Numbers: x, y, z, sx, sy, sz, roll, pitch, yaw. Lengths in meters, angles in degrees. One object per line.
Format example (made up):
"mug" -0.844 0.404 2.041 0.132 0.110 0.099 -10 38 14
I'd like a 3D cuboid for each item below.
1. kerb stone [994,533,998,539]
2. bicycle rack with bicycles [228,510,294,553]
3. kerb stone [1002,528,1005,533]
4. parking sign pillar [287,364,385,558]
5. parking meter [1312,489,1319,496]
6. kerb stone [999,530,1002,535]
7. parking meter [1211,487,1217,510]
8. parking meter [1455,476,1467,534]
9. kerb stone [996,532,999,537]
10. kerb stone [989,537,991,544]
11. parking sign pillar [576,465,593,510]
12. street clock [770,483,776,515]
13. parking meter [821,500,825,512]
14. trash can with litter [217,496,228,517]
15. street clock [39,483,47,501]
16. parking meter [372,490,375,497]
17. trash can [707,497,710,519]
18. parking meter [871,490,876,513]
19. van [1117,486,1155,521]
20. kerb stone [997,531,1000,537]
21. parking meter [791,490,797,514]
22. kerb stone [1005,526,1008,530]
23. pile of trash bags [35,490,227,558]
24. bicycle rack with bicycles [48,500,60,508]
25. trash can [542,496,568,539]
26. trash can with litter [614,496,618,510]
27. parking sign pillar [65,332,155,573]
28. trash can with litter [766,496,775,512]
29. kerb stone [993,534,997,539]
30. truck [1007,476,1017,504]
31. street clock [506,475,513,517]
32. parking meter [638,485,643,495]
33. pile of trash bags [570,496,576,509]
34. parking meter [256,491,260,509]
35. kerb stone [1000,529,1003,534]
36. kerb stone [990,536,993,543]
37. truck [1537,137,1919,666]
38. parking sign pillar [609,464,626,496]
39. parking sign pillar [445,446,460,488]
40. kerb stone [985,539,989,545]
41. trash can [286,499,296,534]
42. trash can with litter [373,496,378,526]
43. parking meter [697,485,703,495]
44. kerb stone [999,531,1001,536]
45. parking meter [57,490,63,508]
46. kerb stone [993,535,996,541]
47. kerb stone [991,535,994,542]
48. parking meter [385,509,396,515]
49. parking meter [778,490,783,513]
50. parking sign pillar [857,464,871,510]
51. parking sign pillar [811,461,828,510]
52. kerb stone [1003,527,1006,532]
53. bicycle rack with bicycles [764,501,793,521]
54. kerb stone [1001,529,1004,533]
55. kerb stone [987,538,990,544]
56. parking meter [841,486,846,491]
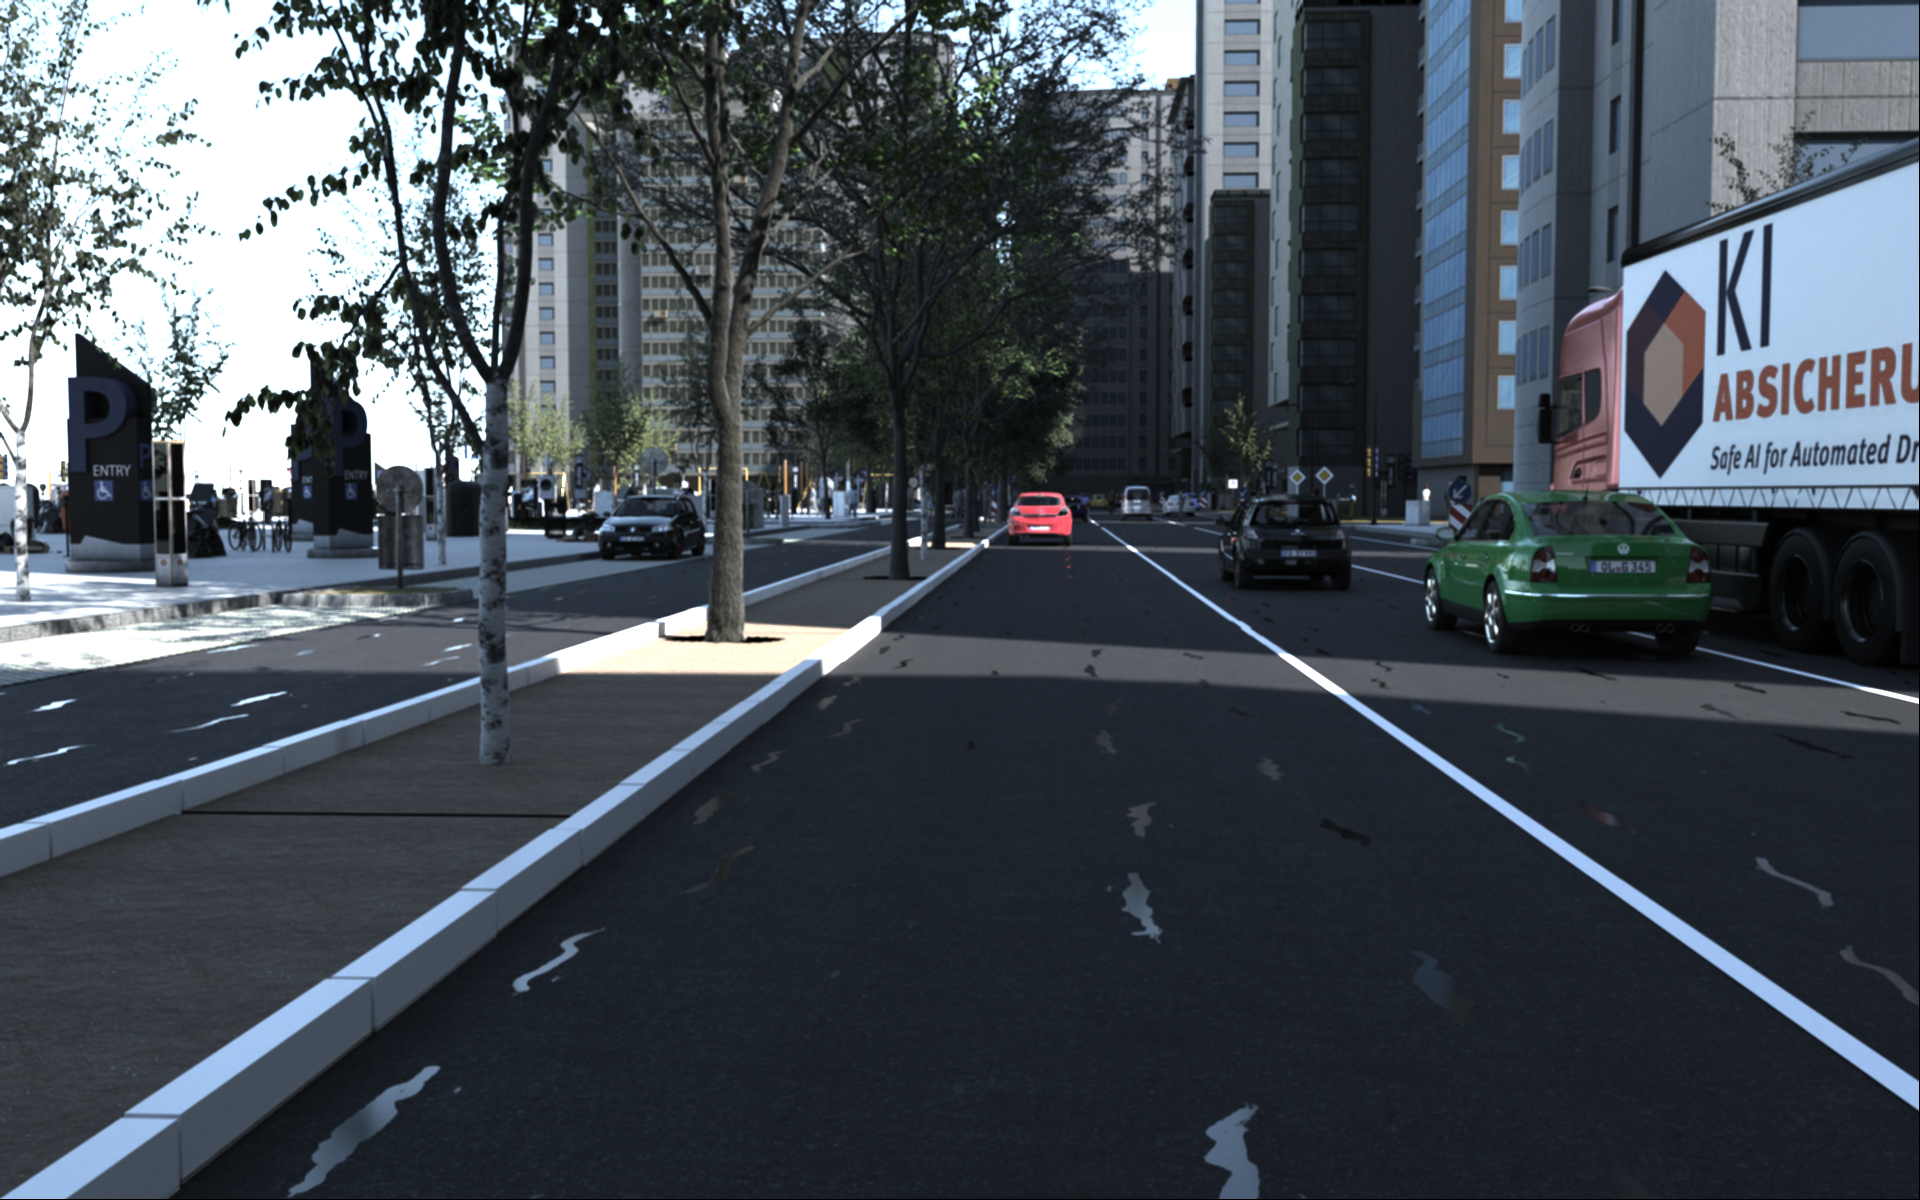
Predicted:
"kerb stone" 1.010 -1.898 53.251 0.120 0.150 1.000 0 4 3
"bicycle rack with bicycles" -16.221 -1.540 38.561 2.852 0.926 2.925 -2 4 -27
"kerb stone" 1.398 -2.339 60.451 0.120 0.150 1.000 0 4 3
"parking sign pillar" -12.532 -2.854 35.136 1.447 3.967 1.447 1 4 21
"parking meter" 24.610 -6.841 120.255 0.372 1.533 0.369 0 3 0
"kerb stone" 1.236 -2.143 57.370 0.120 0.150 1.000 0 4 3
"parking meter" 20.683 -8.277 141.037 0.399 1.863 0.255 1 4 23
"parking meter" 16.183 -3.076 56.010 0.255 1.863 0.399 0 4 -5
"kerb stone" 1.065 -1.963 54.286 0.120 0.150 1.000 0 4 3
"kerb stone" 0.727 -1.586 48.128 0.120 0.150 1.000 0 4 3
"parking sign pillar" -29.825 -9.119 137.572 1.447 3.967 1.447 0 4 -6
"street clock" -11.742 -6.368 108.685 0.358 2.002 0.471 -1 4 -22
"parking meter" -9.575 -7.100 121.800 0.255 1.863 0.399 -3 5 -40
"trash can with litter" -30.561 -3.653 70.781 2.233 1.210 1.678 0 4 -6
"street clock" -61.764 -6.856 116.663 0.471 2.002 0.358 2 4 25
"parking meter" -35.634 -5.908 105.007 0.372 1.533 0.369 0 3 0
"trash can" -13.151 -4.728 88.949 0.748 1.137 0.748 0 3 0
"parking meter" -5.958 -6.773 119.150 0.372 1.533 0.369 0 3 0
"van" 9.448 -5.241 92.705 2.013 2.044 4.112 0 4 4
"kerb stone" 1.123 -2.023 55.311 0.120 0.150 1.000 0 4 3
"parking meter" -10.800 -6.367 112.515 0.372 1.533 0.369 0 3 0
"kerb stone" 1.616 -2.584 64.551 0.120 0.150 1.000 0 4 3
"pile of trash bags" -16.824 -1.573 35.478 3.447 1.369 1.912 0 4 6
"bicycle rack with bicycles" -52.976 -5.409 101.821 2.925 0.926 2.852 -1 4 -16
"trash can" -11.684 -2.344 49.984 0.748 1.137 0.748 0 3 0
"trash can with litter" -21.328 -5.957 108.788 0.624 1.170 1.055 -2 4 -31
"parking sign pillar" -14.120 -2.465 28.779 1.447 3.967 1.447 1 4 10
"trash can with litter" -13.904 -7.009 125.978 0.624 1.170 1.055 -3 4 -38
"kerb stone" 0.954 -1.837 52.231 0.120 0.150 1.000 0 4 3
"truck" 5.900 -13.975 218.251 2.967 4.110 18.799 0 4 2
"street clock" -17.292 -3.768 66.182 0.358 2.002 0.471 1 4 13
"parking meter" -20.351 -6.392 110.222 0.255 1.863 0.399 0 4 -1
"pile of trash bags" -31.885 -8.297 145.402 1.912 1.369 3.447 -1 4 -9
"parking meter" -58.522 -8.322 144.473 0.372 1.533 0.369 0 3 0
"kerb stone" 1.283 -2.213 58.390 0.120 0.150 1.000 0 4 3
"kerb stone" 0.781 -1.649 49.148 0.120 0.150 1.000 0 4 3
"truck" 8.744 -1.758 17.656 2.839 4.237 11.283 0 4 1
"parking sign pillar" -28.112 -9.404 142.225 1.447 3.967 1.447 -1 4 -18
"parking sign pillar" -25.872 -6.106 88.299 1.447 3.967 1.447 0 4 -2
"kerb stone" 0.620 -1.460 46.072 0.120 0.150 1.000 0 4 3
"trash can" -20.196 -2.522 52.887 0.748 1.137 0.748 0 3 0
"trash can with litter" -23.835 -3.679 71.211 1.678 1.210 2.233 3 5 43
"parking meter" -17.248 -6.697 115.209 0.399 1.863 0.255 -1 4 -14
"kerb stone" 1.173 -2.088 56.340 0.120 0.150 1.000 0 4 3
"parking meter" -59.939 -6.546 115.436 0.372 1.533 0.369 0 3 0
"kerb stone" 0.903 -1.769 51.204 0.120 0.150 1.000 0 4 3
"kerb stone" 0.844 -1.710 50.178 0.120 0.150 1.000 0 4 3
"parking meter" -15.542 -2.383 47.380 0.372 1.533 0.369 0 3 0
"parking meter" -11.628 -6.350 112.225 0.372 1.533 0.369 0 3 0
"parking sign pillar" -7.897 -9.449 142.966 1.447 3.967 1.447 -3 5 -40
"parking sign pillar" -11.138 -9.125 137.658 1.447 3.967 1.447 0 4 4
"kerb stone" 1.456 -2.399 61.474 0.120 0.150 1.000 0 4 3
"bicycle rack with bicycles" -9.391 -4.339 84.330 2.852 0.926 2.925 -2 4 -28
"kerb stone" 1.335 -2.277 59.419 0.120 0.150 1.000 0 4 3
"kerb stone" 0.677 -1.523 47.102 0.120 0.150 1.000 0 4 3
"parking meter" -8.153 -7.106 121.890 0.399 1.863 0.255 0 4 3
